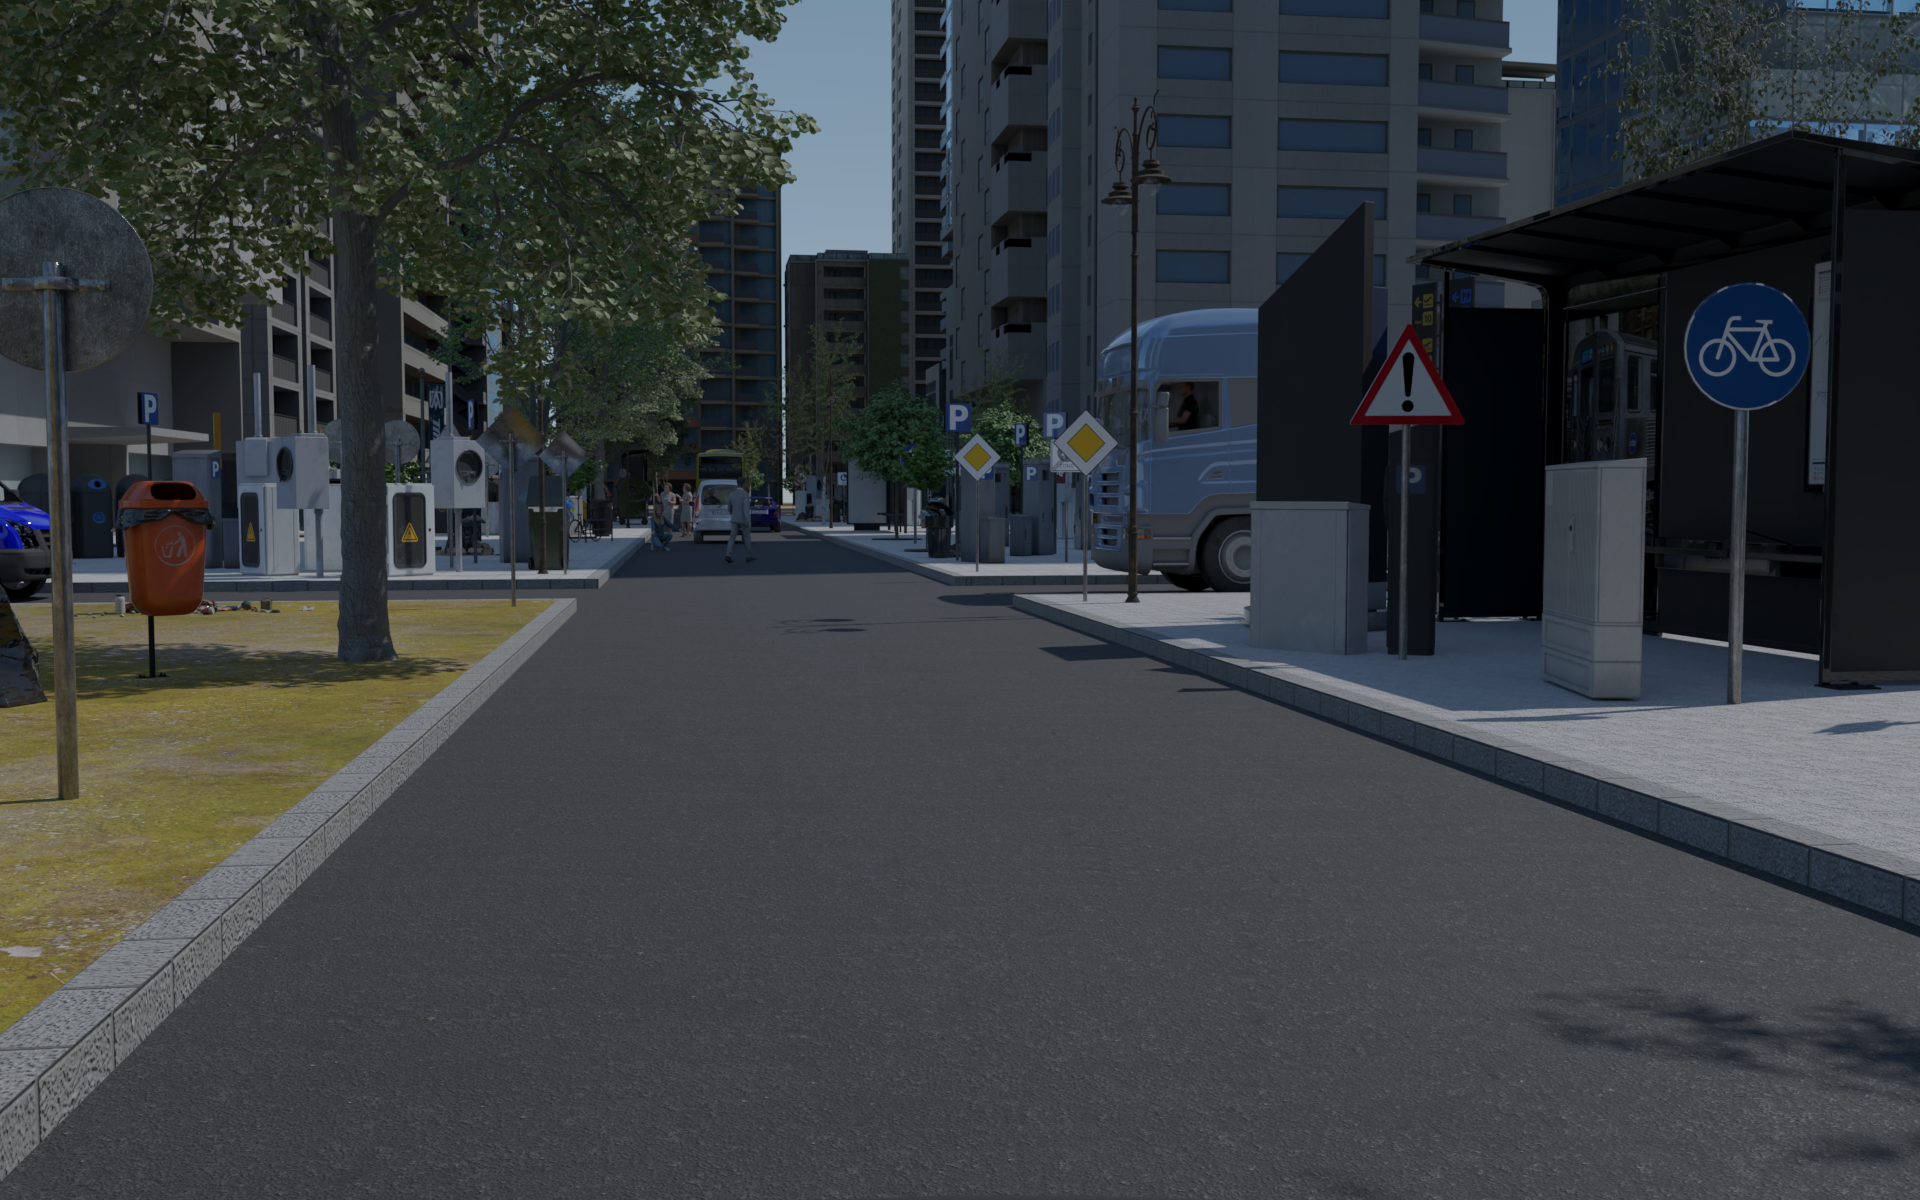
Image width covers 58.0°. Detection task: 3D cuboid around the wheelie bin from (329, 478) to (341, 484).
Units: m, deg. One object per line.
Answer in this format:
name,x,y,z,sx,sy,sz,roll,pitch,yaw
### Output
wheelie bin,-12.463,-1.650,34.884,0.980,1.594,0.693,-3,4,-38

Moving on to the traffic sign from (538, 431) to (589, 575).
traffic sign,-6.290,-1.462,27.552,0.795,2.450,0.064,-1,4,-9

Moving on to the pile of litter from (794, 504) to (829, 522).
pile of litter,-6.859,-4.057,80.296,1.719,0.858,1.176,-1,4,-9

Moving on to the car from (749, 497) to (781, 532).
car,-7.762,-3.261,65.903,1.945,1.354,3.894,-1,4,-10

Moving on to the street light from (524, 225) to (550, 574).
street light,-6.705,-3.356,27.663,0.468,5.910,1.993,-1,4,-9

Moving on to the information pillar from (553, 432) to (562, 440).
information pillar,-14.429,-4.337,62.265,0.183,3.616,0.504,2,4,28

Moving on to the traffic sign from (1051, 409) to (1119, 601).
traffic sign,1.493,-1.040,20.644,0.795,2.450,0.064,-1,4,-9

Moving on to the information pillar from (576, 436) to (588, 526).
information pillar,-15.356,-4.823,70.213,0.183,3.616,0.504,3,5,41

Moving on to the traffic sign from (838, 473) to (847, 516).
traffic sign,-5.468,-4.868,81.727,0.606,2.300,0.079,0,4,-2

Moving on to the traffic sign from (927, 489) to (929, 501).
traffic sign,-1.159,-3.680,62.291,0.606,2.300,0.079,0,4,-3

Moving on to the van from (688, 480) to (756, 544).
van,-7.082,-2.725,51.557,2.013,2.044,4.112,0,4,-7

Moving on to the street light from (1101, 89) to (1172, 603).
street light,2.043,-2.907,20.324,0.468,5.910,1.993,-1,4,-9

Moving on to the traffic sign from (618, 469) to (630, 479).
traffic sign,-16.999,-5.331,87.273,0.768,2.556,0.104,0,4,-6

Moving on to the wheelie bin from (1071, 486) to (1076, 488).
wheelie bin,4.629,-3.828,70.491,0.980,1.594,0.693,2,4,25

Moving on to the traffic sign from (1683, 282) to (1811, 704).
traffic sign,4.737,-0.637,10.522,0.768,2.556,0.104,0,4,-1

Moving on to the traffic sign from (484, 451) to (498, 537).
traffic sign,-14.115,-3.153,51.651,0.768,2.556,0.104,0,4,1

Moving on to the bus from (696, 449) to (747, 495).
bus,-13.057,-6.312,94.748,2.896,3.916,12.252,0,4,-8

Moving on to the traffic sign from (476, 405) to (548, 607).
traffic sign,-5.078,-0.980,19.659,0.795,2.450,0.064,-1,4,-9

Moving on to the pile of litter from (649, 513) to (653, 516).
pile of litter,-18.495,-5.352,101.478,1.176,0.858,1.719,0,4,2

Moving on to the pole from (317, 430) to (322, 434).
pole,-20.295,-3.744,55.055,0.158,3.312,0.155,0,3,0

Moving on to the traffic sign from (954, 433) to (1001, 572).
traffic sign,0.281,-1.523,28.537,0.795,2.450,0.064,-1,4,-9

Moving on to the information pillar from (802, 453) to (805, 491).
information pillar,-8.909,-6.554,98.509,0.183,3.616,0.504,-1,4,-11

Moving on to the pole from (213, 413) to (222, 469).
pole,-18.594,-3.032,43.419,0.158,3.312,0.155,0,3,0

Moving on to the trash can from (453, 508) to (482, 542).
trash can,-11.083,-1.671,38.977,0.748,1.137,0.748,0,3,0

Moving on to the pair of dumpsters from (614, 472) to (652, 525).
pair of dumpsters,-13.853,-4.335,73.375,1.574,2.255,4.437,-1,4,-9

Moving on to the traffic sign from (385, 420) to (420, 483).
traffic sign,-9.646,-1.811,29.720,0.768,2.556,0.104,0,4,-3

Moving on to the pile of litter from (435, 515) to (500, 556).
pile of litter,-10.304,-1.367,36.317,1.719,0.858,1.176,1,4,19

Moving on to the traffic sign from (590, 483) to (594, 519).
traffic sign,-15.712,-4.378,73.708,0.606,2.300,0.079,0,4,-6

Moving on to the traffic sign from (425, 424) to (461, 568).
traffic sign,-8.842,-1.838,30.060,0.884,2.594,0.081,0,4,1

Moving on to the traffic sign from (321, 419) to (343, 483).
traffic sign,-10.409,-1.781,29.228,0.768,2.556,0.104,0,4,-3

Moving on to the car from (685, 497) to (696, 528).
car,-10.979,-3.785,74.468,1.945,1.354,3.894,-1,4,-10

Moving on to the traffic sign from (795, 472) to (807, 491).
traffic sign,-8.760,-5.855,95.827,0.768,2.556,0.104,-1,4,-8

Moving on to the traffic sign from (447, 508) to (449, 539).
traffic sign,-13.897,-2.870,47.027,0.768,2.556,0.104,0,4,-1

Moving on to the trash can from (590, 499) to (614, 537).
trash can,-10.801,-2.483,52.251,0.748,1.137,0.748,0,3,0

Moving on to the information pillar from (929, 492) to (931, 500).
information pillar,-1.397,-4.314,75.030,0.304,2.012,0.304,0,4,4

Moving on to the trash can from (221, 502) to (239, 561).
trash can,-13.342,-1.245,32.017,0.748,1.137,0.748,0,3,0

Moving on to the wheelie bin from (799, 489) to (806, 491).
wheelie bin,-8.900,-5.611,99.654,0.980,1.594,0.693,1,4,15

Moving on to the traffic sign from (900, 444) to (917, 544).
traffic sign,-1.148,-2.709,44.405,0.768,2.556,0.104,0,4,-1

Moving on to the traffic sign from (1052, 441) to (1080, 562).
traffic sign,2.004,-1.862,32.578,0.606,2.300,0.079,0,4,0

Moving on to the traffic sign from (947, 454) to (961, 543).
traffic sign,-0.087,-2.331,40.241,0.606,2.300,0.079,0,4,-6

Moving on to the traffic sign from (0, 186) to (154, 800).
traffic sign,-3.753,-0.435,7.213,0.768,2.556,0.104,0,4,-8

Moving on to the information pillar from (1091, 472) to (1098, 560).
information pillar,2.730,-1.796,33.860,0.304,2.012,0.304,1,4,11

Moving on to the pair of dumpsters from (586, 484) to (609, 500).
pair of dumpsters,-20.402,-5.751,96.524,1.574,2.255,4.437,-1,4,-9

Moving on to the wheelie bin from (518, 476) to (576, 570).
wheelie bin,-7.003,-1.316,29.424,0.980,1.594,0.693,0,4,-2

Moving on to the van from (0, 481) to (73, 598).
van,-14.726,-1.139,23.012,5.245,2.365,2.240,0,4,-7

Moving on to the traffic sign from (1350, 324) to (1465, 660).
traffic sign,3.427,-0.815,13.334,0.884,2.594,0.081,0,4,-1
